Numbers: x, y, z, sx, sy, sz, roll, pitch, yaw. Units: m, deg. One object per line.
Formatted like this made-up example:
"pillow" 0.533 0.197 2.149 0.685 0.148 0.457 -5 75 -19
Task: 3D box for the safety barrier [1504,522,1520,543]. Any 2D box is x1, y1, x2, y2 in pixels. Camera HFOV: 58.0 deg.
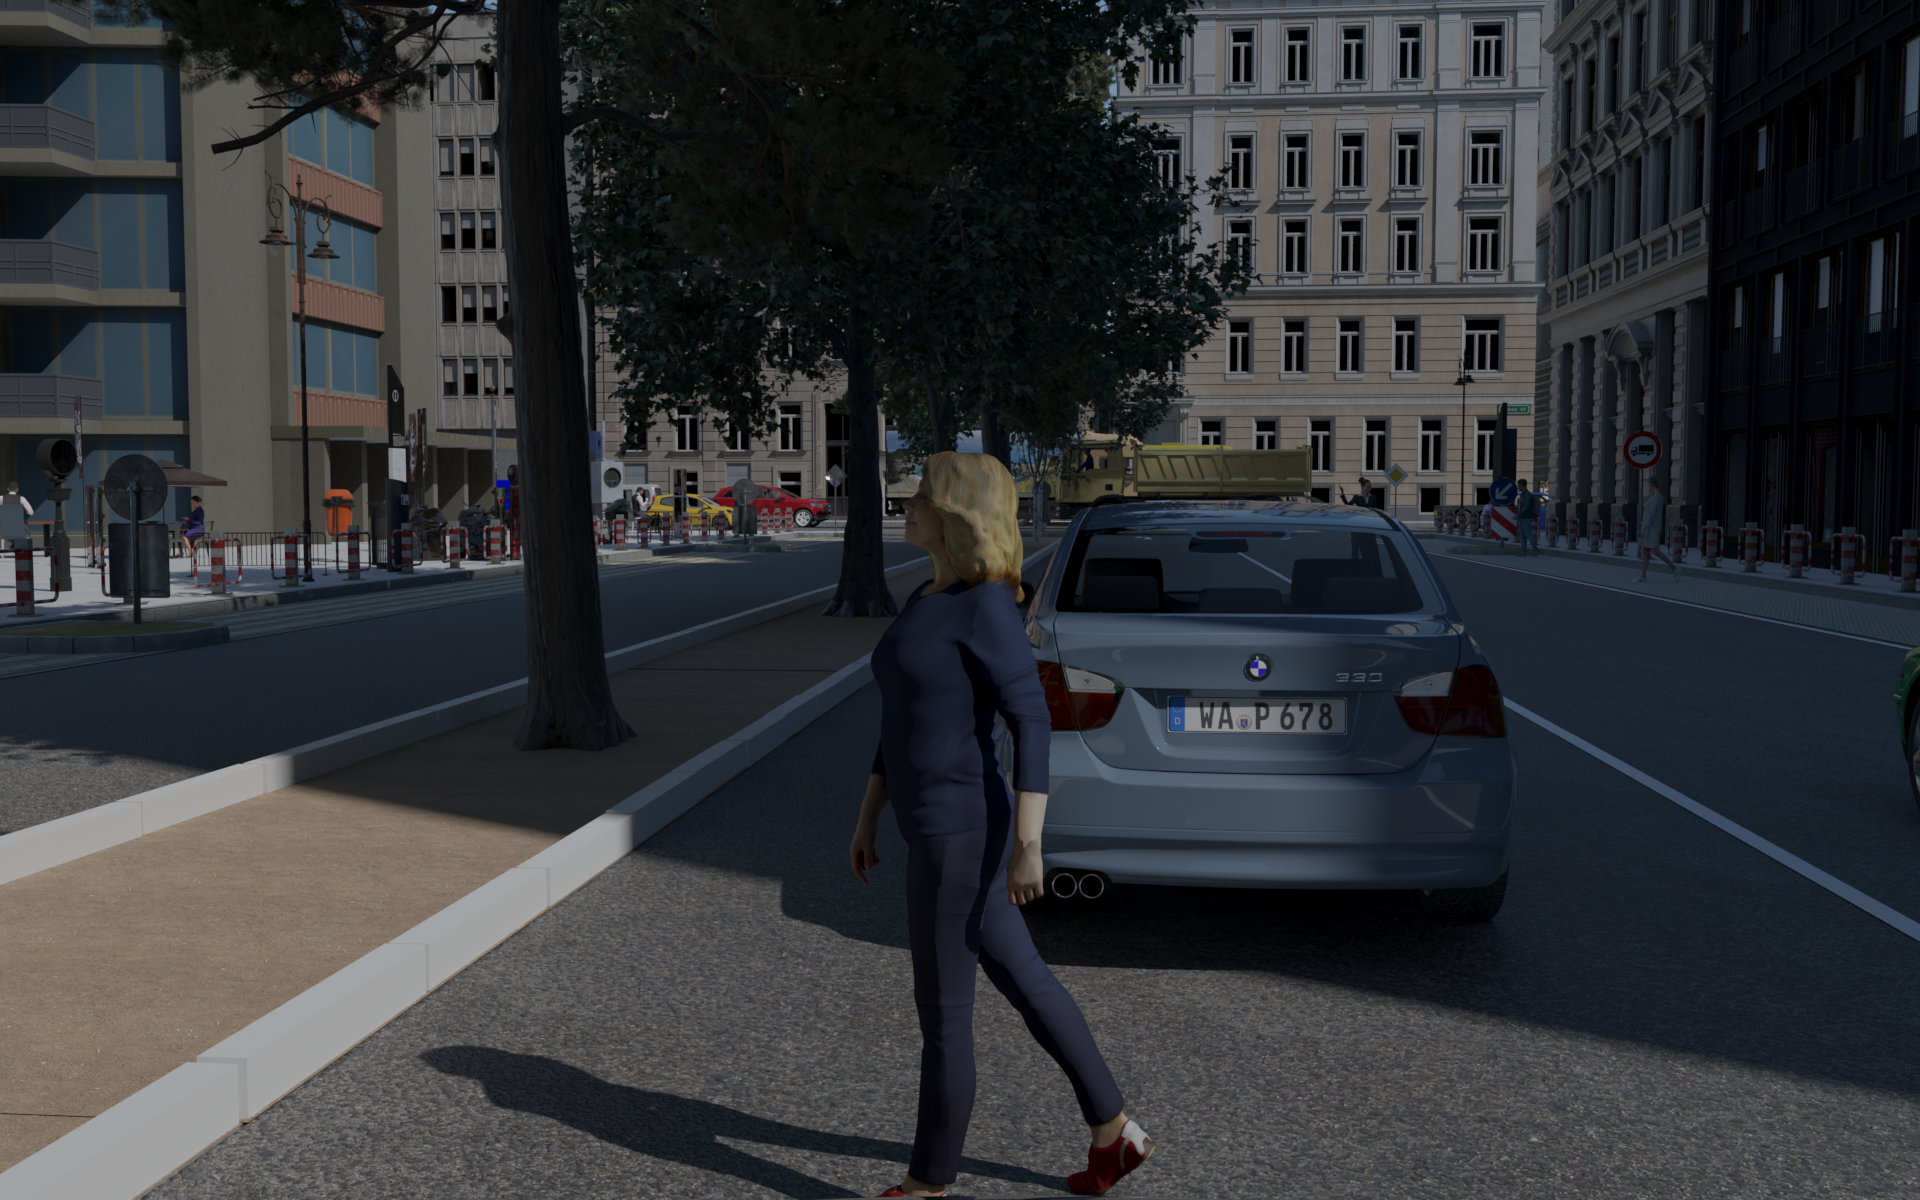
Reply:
"safety barrier" 14.637 -1.908 45.472 0.300 0.817 1.120 0 4 6

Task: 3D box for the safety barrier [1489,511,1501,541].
"safety barrier" 14.826 -2.025 47.382 0.300 0.817 1.120 0 4 6

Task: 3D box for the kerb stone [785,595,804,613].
"kerb stone" -2.077 0.072 21.026 0.120 0.150 1.000 0 4 6

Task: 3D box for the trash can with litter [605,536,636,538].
"trash can with litter" -10.582 -2.405 50.382 2.233 1.210 1.678 0 4 -1

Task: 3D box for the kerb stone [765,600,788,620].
"kerb stone" -2.179 0.134 20.003 0.120 0.150 1.000 0 4 6

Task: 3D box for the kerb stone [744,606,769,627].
"kerb stone" -2.288 0.197 18.979 0.120 0.150 1.000 0 4 6

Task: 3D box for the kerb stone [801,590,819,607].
"kerb stone" -1.981 0.009 22.054 0.120 0.150 1.000 0 4 6

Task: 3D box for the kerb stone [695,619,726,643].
"kerb stone" -2.490 0.322 16.937 0.120 0.150 1.000 0 4 6

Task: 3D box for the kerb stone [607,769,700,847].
"kerb stone" -1.323 0.899 7.502 0.120 0.150 1.000 0 4 6

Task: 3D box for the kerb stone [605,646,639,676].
"kerb stone" -2.792 0.510 13.864 0.120 0.150 1.000 0 4 6

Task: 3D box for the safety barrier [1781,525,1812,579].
"safety barrier" 12.720 -0.738 26.339 0.300 0.817 1.120 0 4 6

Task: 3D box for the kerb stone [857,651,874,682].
"kerb stone" -0.704 0.524 13.630 0.120 0.150 1.000 0 4 6

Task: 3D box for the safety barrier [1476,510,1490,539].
"safety barrier" 15.019 -2.142 49.289 0.300 0.817 1.120 0 4 6

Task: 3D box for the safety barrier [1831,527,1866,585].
"safety barrier" 12.524 -0.621 24.423 0.300 0.817 1.120 0 4 6

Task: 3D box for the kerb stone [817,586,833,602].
"kerb stone" -1.878 -0.054 23.078 0.120 0.150 1.000 0 4 6

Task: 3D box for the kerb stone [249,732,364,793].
"kerb stone" -3.305 0.823 8.747 0.120 0.150 1.000 0 4 6

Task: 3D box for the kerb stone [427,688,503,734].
"kerb stone" -3.102 0.698 10.786 0.120 0.150 1.000 0 4 6

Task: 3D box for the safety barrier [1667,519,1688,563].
"safety barrier" 13.292 -1.089 32.077 0.300 0.817 1.120 0 4 6

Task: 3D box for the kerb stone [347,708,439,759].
"kerb stone" -3.210 0.760 9.767 0.120 0.150 1.000 0 4 6

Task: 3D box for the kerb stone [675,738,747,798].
"kerb stone" -1.230 0.838 8.525 0.120 0.150 1.000 0 4 6

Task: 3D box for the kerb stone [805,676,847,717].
"kerb stone" -0.914 0.650 11.583 0.120 0.150 1.000 0 4 6

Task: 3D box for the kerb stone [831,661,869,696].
"kerb stone" -0.816 0.587 12.605 0.120 0.150 1.000 0 4 6

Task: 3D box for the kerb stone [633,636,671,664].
"kerb stone" -2.699 0.451 14.886 0.120 0.150 1.000 0 4 6

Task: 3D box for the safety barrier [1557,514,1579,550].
"safety barrier" 14.059 -1.558 39.746 0.300 0.817 1.120 0 4 6

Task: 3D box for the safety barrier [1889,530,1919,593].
"safety barrier" 12.332 -0.503 22.499 0.300 0.817 1.120 0 4 6

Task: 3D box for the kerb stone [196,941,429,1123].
"kerb stone" -1.631 1.086 4.444 0.120 0.150 1.000 0 4 6

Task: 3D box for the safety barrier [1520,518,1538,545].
"safety barrier" 14.444 -1.791 43.565 0.300 0.817 1.120 0 4 6

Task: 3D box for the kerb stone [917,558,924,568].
"kerb stone" -0.857 -0.678 33.308 0.120 0.150 1.000 0 4 6

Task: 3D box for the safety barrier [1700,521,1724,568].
"safety barrier" 13.097 -0.972 30.170 0.300 0.817 1.120 0 4 6

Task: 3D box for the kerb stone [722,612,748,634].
"kerb stone" -2.392 0.261 17.957 0.120 0.150 1.000 0 4 6

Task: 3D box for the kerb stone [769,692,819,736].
"kerb stone" -1.024 0.711 10.564 0.120 0.150 1.000 0 4 6

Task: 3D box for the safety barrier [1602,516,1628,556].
"safety barrier" 13.674 -1.322 35.897 0.300 0.817 1.120 0 4 6

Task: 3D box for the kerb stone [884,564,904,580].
"kerb stone" -1.152 -0.492 30.237 0.120 0.150 1.000 0 4 6

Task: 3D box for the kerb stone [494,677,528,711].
"kerb stone" -2.999 0.636 11.809 0.120 0.150 1.000 0 4 6

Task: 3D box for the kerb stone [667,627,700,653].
"kerb stone" -2.594 0.390 15.914 0.120 0.150 1.000 0 4 6

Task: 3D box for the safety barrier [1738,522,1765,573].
"safety barrier" 12.910 -0.855 28.262 0.300 0.817 1.120 0 4 6

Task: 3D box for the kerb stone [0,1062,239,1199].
"kerb stone" -1.739 1.151 3.421 0.120 0.150 1.000 0 4 6

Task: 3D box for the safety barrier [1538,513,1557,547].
"safety barrier" 14.251 -1.675 41.654 0.300 0.817 1.120 0 4 6

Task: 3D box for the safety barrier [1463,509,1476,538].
"safety barrier" 15.209 -2.258 51.197 0.300 0.817 1.120 0 4 6

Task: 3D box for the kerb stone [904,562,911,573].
"kerb stone" -1.050 -0.546 31.268 0.120 0.150 1.000 0 4 6

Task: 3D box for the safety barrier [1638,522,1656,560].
"safety barrier" 13.484 -1.206 33.986 0.300 0.817 1.120 0 4 6

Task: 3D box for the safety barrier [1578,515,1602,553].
"safety barrier" 13.871 -1.441 37.828 0.300 0.817 1.120 0 4 6

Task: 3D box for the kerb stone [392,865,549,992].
"kerb stone" -1.531 1.028 5.464 0.120 0.150 1.000 0 4 6

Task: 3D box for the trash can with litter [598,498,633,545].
"trash can with litter" -8.942 -2.010 44.257 0.624 1.170 1.055 3 5 43

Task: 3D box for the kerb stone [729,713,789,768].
"kerb stone" -1.114 0.774 9.543 0.120 0.150 1.000 0 4 6

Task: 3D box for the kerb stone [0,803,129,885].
"kerb stone" -3.512 0.947 6.708 0.120 0.150 1.000 0 4 6

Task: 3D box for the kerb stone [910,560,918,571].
"kerb stone" -0.948 -0.617 32.287 0.120 0.150 1.000 0 4 6

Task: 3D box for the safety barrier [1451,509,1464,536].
"safety barrier" 15.405 -2.376 53.117 0.300 0.817 1.120 0 4 6

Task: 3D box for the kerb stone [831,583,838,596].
"kerb stone" -1.772 -0.116 24.099 0.120 0.150 1.000 0 4 6

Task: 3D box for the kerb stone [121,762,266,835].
"kerb stone" -3.418 0.885 7.728 0.120 0.150 1.000 0 4 6

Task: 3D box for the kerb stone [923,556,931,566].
"kerb stone" -0.749 -0.742 34.327 0.120 0.150 1.000 0 4 6

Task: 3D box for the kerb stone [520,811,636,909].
"kerb stone" -1.424 0.968 6.483 0.120 0.150 1.000 0 4 6
